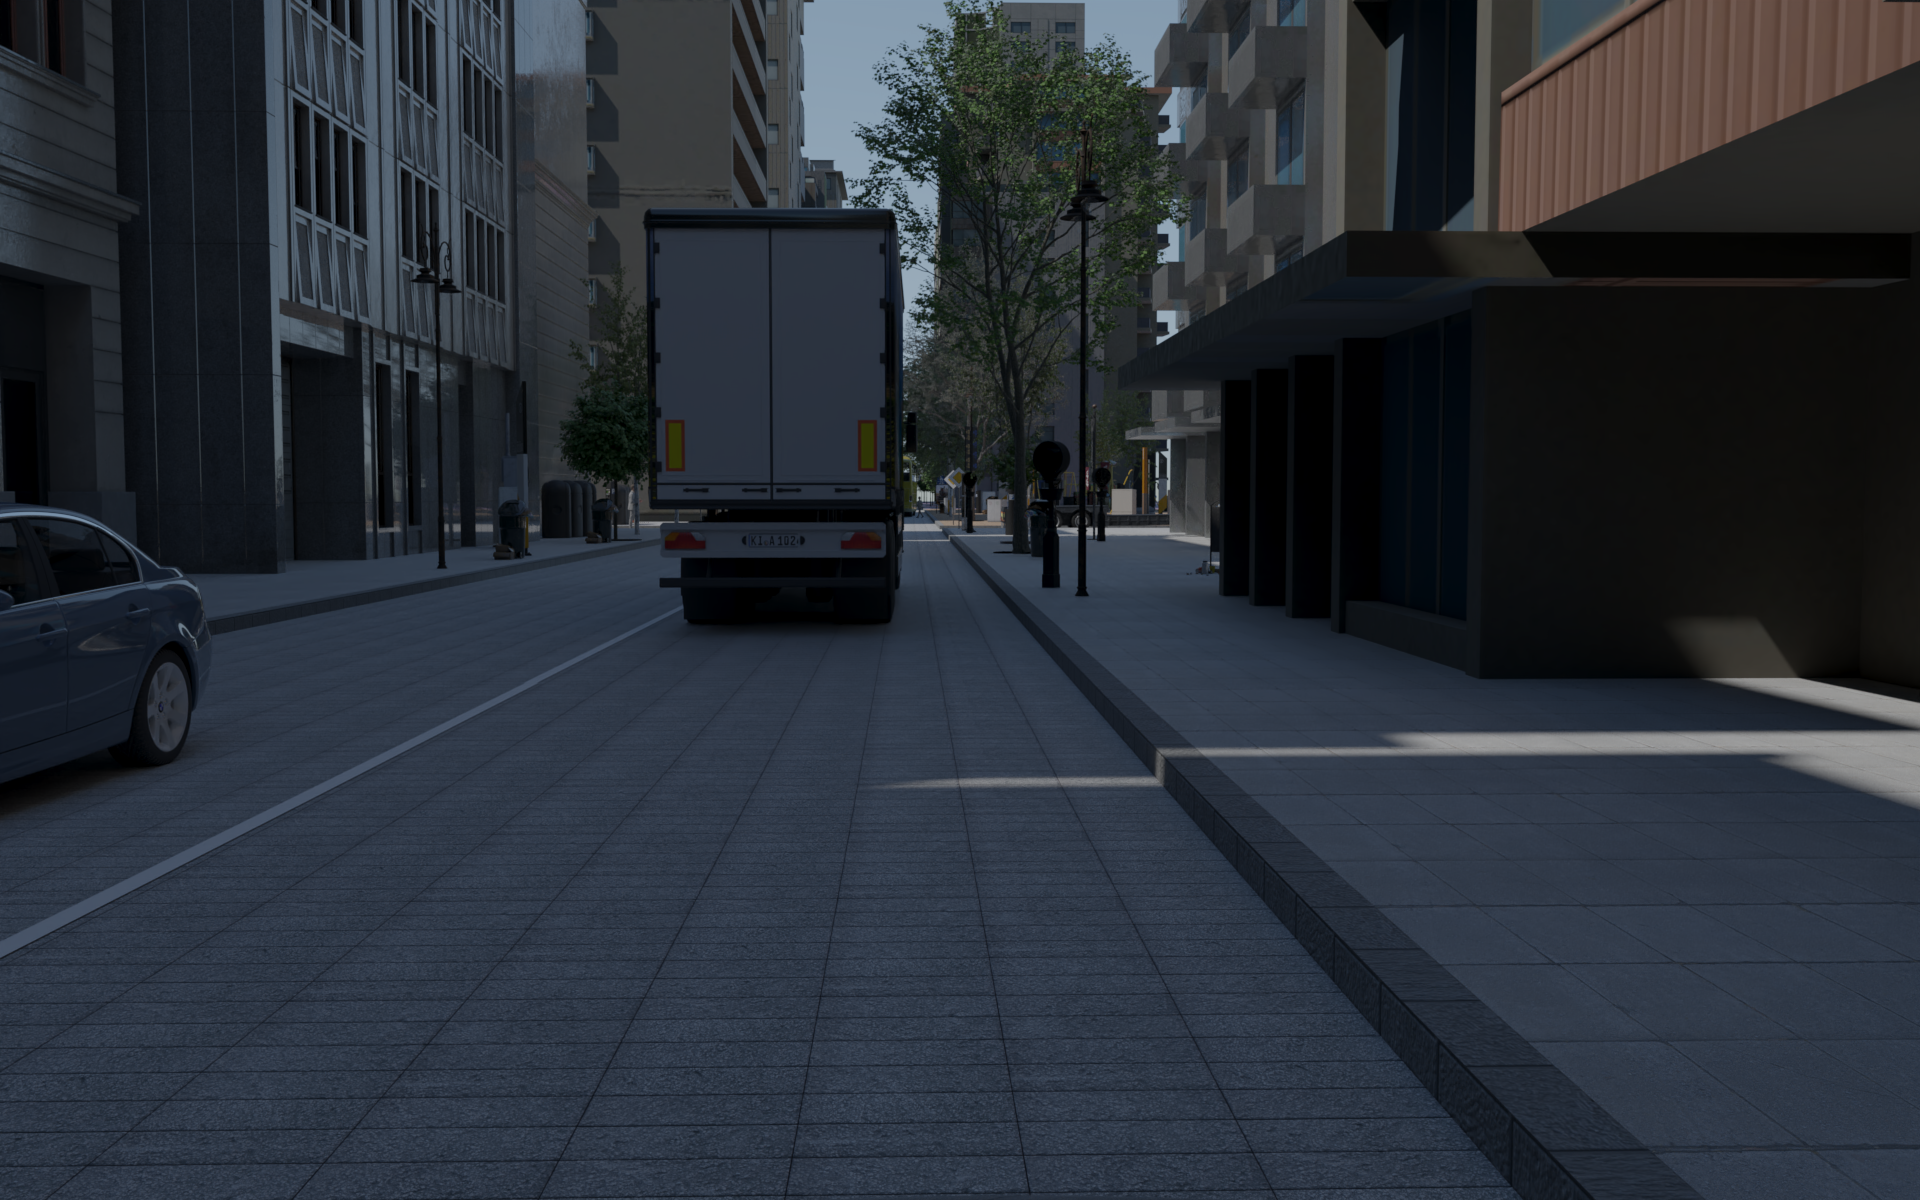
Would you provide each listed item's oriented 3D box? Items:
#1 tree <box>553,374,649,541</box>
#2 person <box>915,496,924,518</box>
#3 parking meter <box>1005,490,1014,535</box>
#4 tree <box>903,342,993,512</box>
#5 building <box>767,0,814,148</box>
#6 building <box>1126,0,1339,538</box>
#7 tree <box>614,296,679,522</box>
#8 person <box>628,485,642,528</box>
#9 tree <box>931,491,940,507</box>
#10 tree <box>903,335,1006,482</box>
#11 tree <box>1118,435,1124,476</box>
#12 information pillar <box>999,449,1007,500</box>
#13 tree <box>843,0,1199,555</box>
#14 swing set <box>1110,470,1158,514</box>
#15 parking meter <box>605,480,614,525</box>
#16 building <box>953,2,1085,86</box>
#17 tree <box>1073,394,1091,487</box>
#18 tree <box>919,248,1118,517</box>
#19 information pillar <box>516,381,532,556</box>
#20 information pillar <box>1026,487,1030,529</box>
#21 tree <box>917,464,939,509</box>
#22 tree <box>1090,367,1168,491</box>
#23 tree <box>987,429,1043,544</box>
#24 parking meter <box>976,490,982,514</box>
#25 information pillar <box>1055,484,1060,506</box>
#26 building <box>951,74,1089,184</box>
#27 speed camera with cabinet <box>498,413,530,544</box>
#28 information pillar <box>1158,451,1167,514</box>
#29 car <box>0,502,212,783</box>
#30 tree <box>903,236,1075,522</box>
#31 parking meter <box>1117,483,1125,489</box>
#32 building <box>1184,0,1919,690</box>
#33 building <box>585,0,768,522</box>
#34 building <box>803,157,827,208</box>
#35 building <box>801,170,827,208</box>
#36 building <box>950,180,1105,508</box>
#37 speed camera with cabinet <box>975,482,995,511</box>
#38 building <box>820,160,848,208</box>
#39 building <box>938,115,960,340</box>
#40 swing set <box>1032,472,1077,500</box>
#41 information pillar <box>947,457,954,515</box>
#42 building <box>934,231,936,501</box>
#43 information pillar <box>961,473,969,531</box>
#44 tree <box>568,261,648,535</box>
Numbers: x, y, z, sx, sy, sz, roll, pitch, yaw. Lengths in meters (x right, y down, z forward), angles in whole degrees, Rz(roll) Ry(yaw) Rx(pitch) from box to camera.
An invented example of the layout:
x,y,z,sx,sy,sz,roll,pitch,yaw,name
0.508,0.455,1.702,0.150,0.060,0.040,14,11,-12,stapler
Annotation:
x,y,z,sx,sy,sz,roll,pitch,yaw,name
-9.463,-3.907,47.588,4.285,4.588,4.351,0,3,0,tree
-2.409,-5.514,102.927,0.640,1.303,0.475,2,4,29,person
1.601,-2.793,54.069,0.372,1.533,0.369,0,3,0,parking meter
-1.285,-12.724,126.169,7.486,12.596,7.792,0,3,0,tree
-28.386,-34.923,160.224,28.713,52.752,27.495,0,4,-2,building
17.411,-26.083,46.064,23.786,49.044,30.456,0,4,-2,building
-10.035,-6.746,60.665,4.360,8.622,3.978,0,3,0,tree
-12.602,-3.582,67.265,0.583,1.804,0.606,-1,4,-12,person
-1.929,-11.026,174.870,1.663,3.219,1.824,0,3,0,tree
-1.164,-14.241,139.493,9.857,13.997,8.962,0,3,0,tree
11.974,-11.935,145.496,4.360,8.622,3.978,0,3,0,tree
2.242,-6.018,89.751,0.504,3.616,0.183,0,4,-3,information pillar
1.147,-6.802,36.965,9.928,11.665,9.643,0,3,0,tree
11.160,-6.871,109.959,2.862,2.851,3.119,0,4,-5,swing set
-14.288,-3.985,70.864,0.255,1.863,0.399,2,4,27,parking meter
7.242,-50.140,258.044,20.563,71.187,20.611,0,4,-2,building
9.520,-10.311,118.945,4.737,8.622,4.395,0,3,0,tree
1.711,-6.216,51.995,4.360,8.622,3.978,0,3,0,tree
-9.105,-2.733,36.036,0.183,3.616,0.504,-2,4,-31,information pillar
2.276,-3.454,60.973,0.304,2.012,0.304,1,4,16,information pillar
-3.133,-12.700,191.352,4.285,4.588,4.351,0,3,0,tree
9.888,-9.133,99.695,4.737,8.622,4.395,0,3,0,tree
1.429,-3.077,44.912,1.663,3.219,1.824,0,3,0,tree
1.232,-6.459,114.021,0.372,1.533,0.369,0,3,0,parking meter
5.226,-5.466,93.864,0.304,2.012,0.304,-1,4,-19,information pillar
10.305,-32.438,184.980,22.147,44.769,28.867,0,4,-2,building
-10.739,-2.897,41.694,0.660,3.252,2.038,-1,4,-10,speed camera with cabinet
10.932,-6.247,93.494,0.504,3.616,0.183,-1,4,-14,information pillar
-5.044,0.251,7.895,2.014,1.417,4.499,0,3,0,car
0.698,-10.440,81.066,12.009,13.543,11.850,0,3,0,tree
8.586,-5.302,92.394,0.399,1.863,0.255,-3,4,-38,parking meter
13.284,-21.642,8.466,22.147,44.769,28.867,0,4,-2,building
-21.396,-28.446,88.793,21.300,48.544,21.600,0,4,-2,building
-30.237,-38.326,246.231,23.786,49.044,30.456,0,4,-2,building
-23.677,-32.374,212.910,14.154,41.232,14.086,0,4,-2,building
6.066,-23.979,163.763,14.160,30.474,14.107,0,4,-2,building
1.364,-7.551,117.796,2.038,3.252,0.660,-2,4,-24,speed camera with cabinet
-32.434,-41.965,275.373,28.713,52.752,27.495,0,4,-2,building
8.217,-35.859,210.001,21.300,48.544,21.600,0,4,-2,building
6.894,-7.740,124.173,3.119,2.851,2.862,-1,4,-14,swing set
-0.565,-7.051,106.637,0.504,3.616,0.183,-3,5,-43,information pillar
6.378,-41.090,295.525,21.300,48.544,21.600,0,4,-2,building
0.245,-3.445,60.810,0.304,2.012,0.304,-1,4,-23,information pillar
-10.185,-6.362,54.386,4.737,8.622,4.395,0,3,0,tree
